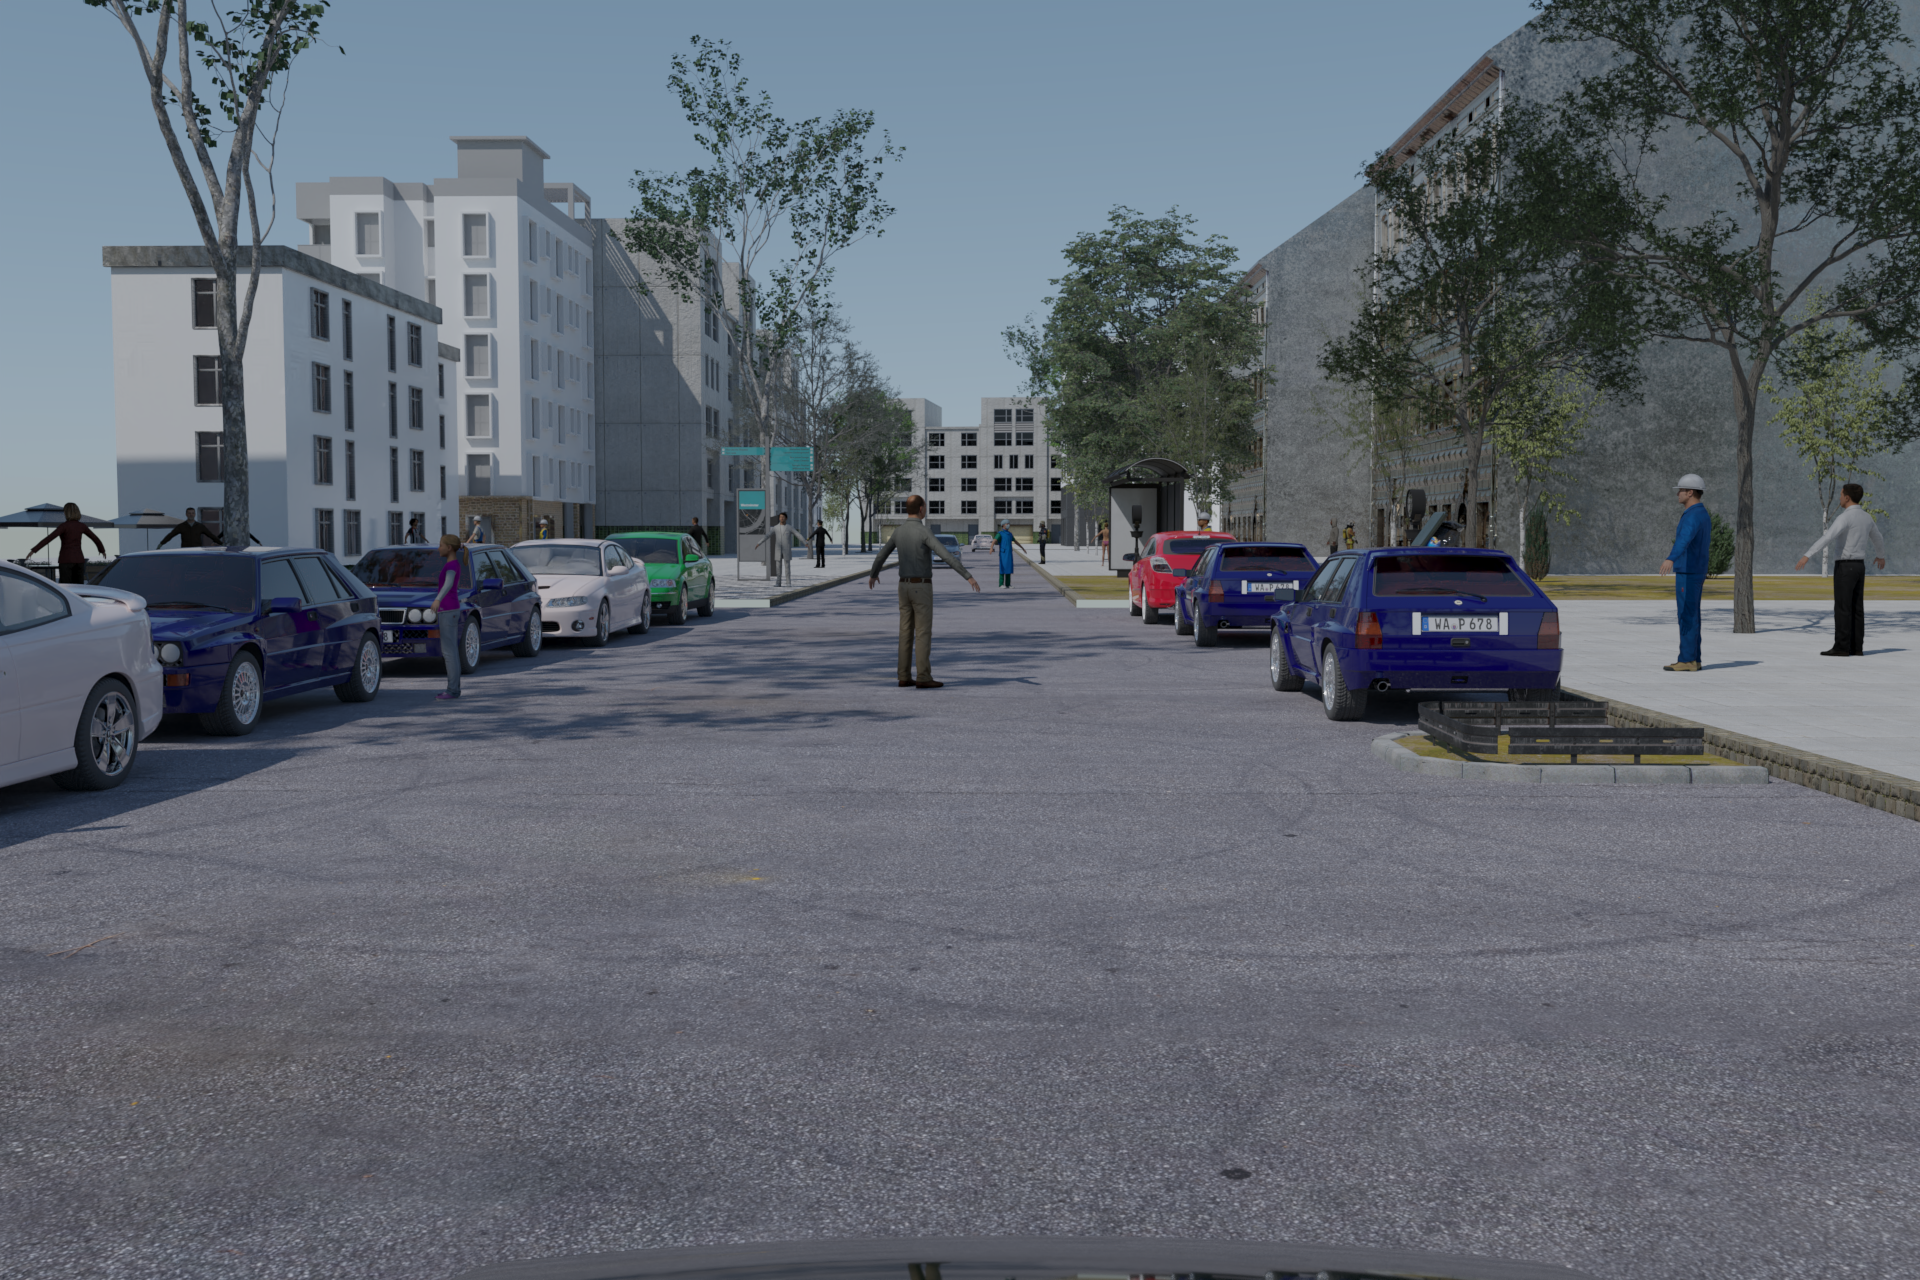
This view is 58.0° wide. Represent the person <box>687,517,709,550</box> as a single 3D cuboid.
[{"bbox_3d":[-8.144,-2.876,53.245,0.704,1.802,1.346,2,4,35],"label":"person"}]

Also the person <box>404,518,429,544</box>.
[{"bbox_3d":[-18.725,-3.267,59.567,0.704,1.843,1.345,1,4,19],"label":"person"}]

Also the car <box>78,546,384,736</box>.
[{"bbox_3d":[-5.908,-0.057,13.517,1.945,1.354,3.894,0,4,1],"label":"car"}]

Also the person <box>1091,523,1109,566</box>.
[{"bbox_3d":[5.839,-3.812,69.126,1.217,1.733,0.721,0,4,7],"label":"person"}]

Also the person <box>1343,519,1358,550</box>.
[{"bbox_3d":[15.209,-3.770,67.405,0.705,1.858,1.354,0,4,-2],"label":"person"}]

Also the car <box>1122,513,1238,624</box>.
[{"bbox_3d":[3.828,-1.217,28.936,2.155,1.783,4.494,0,4,1],"label":"car"}]

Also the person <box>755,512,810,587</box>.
[{"bbox_3d":[-4.277,-2.181,41.849,1.347,1.806,0.705,0,4,7],"label":"person"}]

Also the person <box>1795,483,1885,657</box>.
[{"bbox_3d":[9.323,-0.737,18.206,1.344,1.810,0.704,-2,4,-27],"label":"person"}]

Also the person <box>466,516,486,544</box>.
[{"bbox_3d":[-15.094,-2.954,54.156,0.705,1.847,1.347,0,4,8],"label":"person"}]

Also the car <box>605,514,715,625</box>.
[{"bbox_3d":[-5.202,-1.219,28.732,1.959,1.807,4.718,0,4,1],"label":"car"}]

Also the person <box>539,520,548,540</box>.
[{"bbox_3d":[-14.186,-3.194,58.682,0.721,1.772,1.216,-1,4,-17],"label":"person"}]

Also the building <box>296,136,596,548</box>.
[{"bbox_3d":[-25.630,-13.907,83.803,16.016,20.090,11.380,0,4,2],"label":"building"}]

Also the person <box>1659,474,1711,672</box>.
[{"bbox_3d":[6.824,-0.635,16.266,0.705,1.842,1.347,2,4,33],"label":"person"}]

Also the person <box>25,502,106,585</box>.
[{"bbox_3d":[-12.579,-1.078,24.435,0.721,1.729,1.215,2,4,28],"label":"person"}]

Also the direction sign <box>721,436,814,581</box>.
[{"bbox_3d":[-5.249,-3.625,48.024,2.525,3.948,1.411,0,4,2],"label":"direction sign"}]

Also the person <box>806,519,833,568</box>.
[{"bbox_3d":[-5.294,-3.637,65.393,1.347,1.837,0.705,-3,5,-44],"label":"person"}]

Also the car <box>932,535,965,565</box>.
[{"bbox_3d":[-0.795,-3.735,73.074,2.014,1.417,4.499,0,4,1],"label":"car"}]

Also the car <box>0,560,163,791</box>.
[{"bbox_3d":[-5.710,0.241,8.421,2.083,1.381,4.827,0,4,1],"label":"car"}]

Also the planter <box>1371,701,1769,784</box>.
[{"bbox_3d":[3.677,0.624,10.946,1.991,0.319,1.994,0,4,2],"label":"planter"}]

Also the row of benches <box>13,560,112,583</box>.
[{"bbox_3d":[-21.969,-1.562,41.006,4.104,0.672,1.422,-1,4,-15],"label":"row of benches"}]

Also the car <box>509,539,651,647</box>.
[{"bbox_3d":[-5.424,-0.683,23.528,2.083,1.381,4.827,0,4,1],"label":"car"}]

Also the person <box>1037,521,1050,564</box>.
[{"bbox_3d":[3.478,-4.143,73.511,0.705,1.856,1.354,0,4,-6],"label":"person"}]

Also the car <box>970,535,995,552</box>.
[{"bbox_3d":[1.869,-7.806,139.985,2.083,1.381,4.827,0,4,0],"label":"car"}]

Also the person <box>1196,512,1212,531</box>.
[{"bbox_3d":[4.498,-1.448,32.105,0.705,1.833,1.349,0,4,-5],"label":"person"}]

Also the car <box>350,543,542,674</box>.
[{"bbox_3d":[-5.813,-0.387,18.913,1.945,1.354,3.894,0,4,1],"label":"car"}]

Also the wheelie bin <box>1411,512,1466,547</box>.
[{"bbox_3d":[6.816,-1.026,24.686,0.693,1.594,0.980,0,4,2],"label":"wheelie bin"}]

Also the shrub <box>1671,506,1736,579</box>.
[{"bbox_3d":[21.198,-2.768,49.294,1.661,2.075,1.752,0,3,0],"label":"shrub"}]

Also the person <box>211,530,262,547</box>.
[{"bbox_3d":[-19.541,-2.482,46.767,1.347,1.806,0.705,-3,4,-36],"label":"person"}]

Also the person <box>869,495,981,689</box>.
[{"bbox_3d":[-0.394,-0.456,16.176,1.348,1.796,0.705,3,5,40],"label":"person"}]

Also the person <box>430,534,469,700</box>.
[{"bbox_3d":[-4.500,-0.204,15.061,0.599,1.433,0.991,-1,4,-11],"label":"person"}]

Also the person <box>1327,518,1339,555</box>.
[{"bbox_3d":[12.132,-3.070,56.324,0.705,1.813,1.348,0,4,3],"label":"person"}]

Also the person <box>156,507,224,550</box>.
[{"bbox_3d":[-15.166,-1.716,34.202,1.346,1.812,0.704,-2,4,-30],"label":"person"}]

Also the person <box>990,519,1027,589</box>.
[{"bbox_3d":[1.219,-2.256,45.474,1.347,1.817,0.704,-3,5,-44],"label":"person"}]

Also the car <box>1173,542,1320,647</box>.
[{"bbox_3d":[3.889,-0.658,23.337,1.945,1.354,3.894,0,4,1],"label":"car"}]

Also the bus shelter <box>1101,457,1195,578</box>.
[{"bbox_3d":[5.164,-3.329,48.351,2.014,3.302,5.546,0,4,0],"label":"bus shelter"}]

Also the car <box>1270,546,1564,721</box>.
[{"bbox_3d":[3.708,-0.125,14.617,1.945,1.354,3.894,0,4,1],"label":"car"}]
